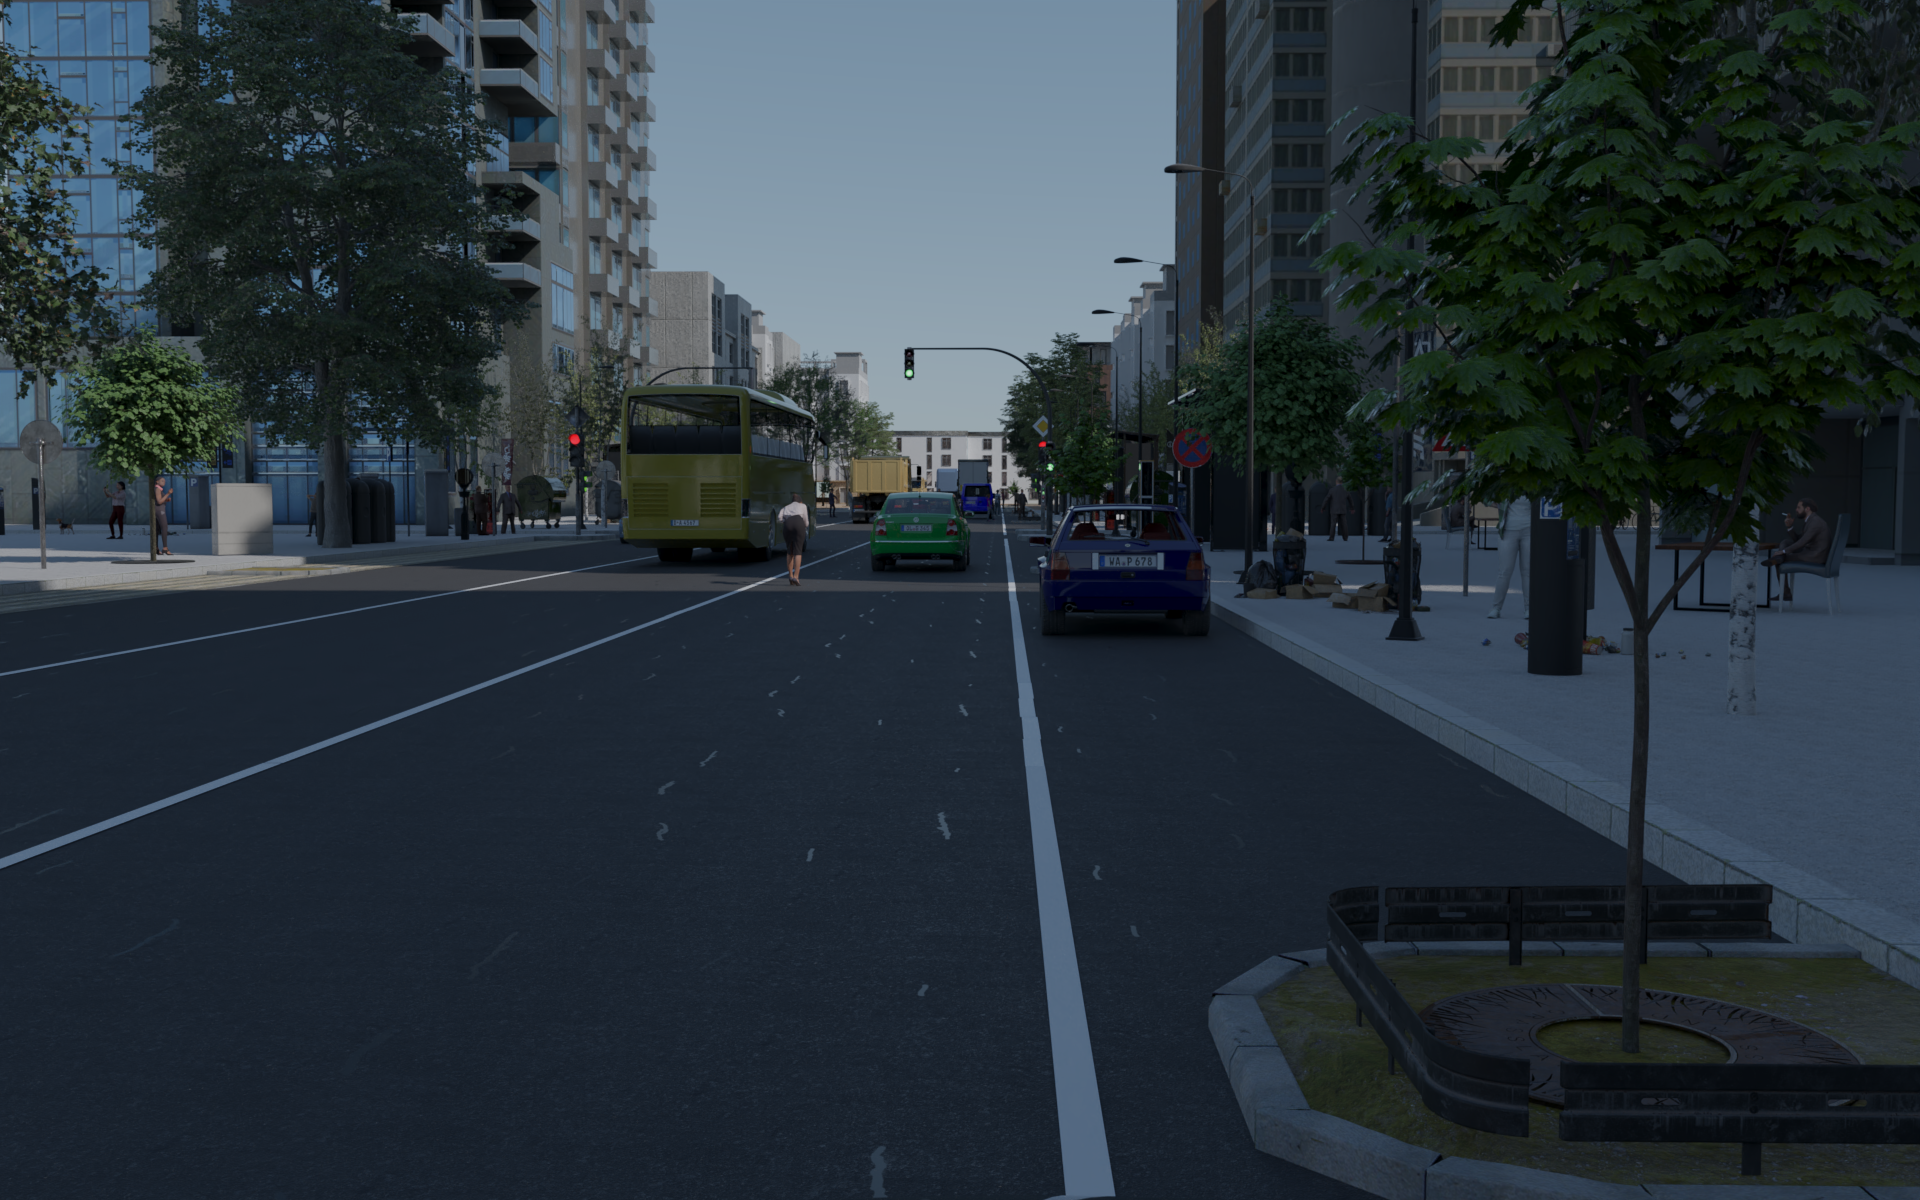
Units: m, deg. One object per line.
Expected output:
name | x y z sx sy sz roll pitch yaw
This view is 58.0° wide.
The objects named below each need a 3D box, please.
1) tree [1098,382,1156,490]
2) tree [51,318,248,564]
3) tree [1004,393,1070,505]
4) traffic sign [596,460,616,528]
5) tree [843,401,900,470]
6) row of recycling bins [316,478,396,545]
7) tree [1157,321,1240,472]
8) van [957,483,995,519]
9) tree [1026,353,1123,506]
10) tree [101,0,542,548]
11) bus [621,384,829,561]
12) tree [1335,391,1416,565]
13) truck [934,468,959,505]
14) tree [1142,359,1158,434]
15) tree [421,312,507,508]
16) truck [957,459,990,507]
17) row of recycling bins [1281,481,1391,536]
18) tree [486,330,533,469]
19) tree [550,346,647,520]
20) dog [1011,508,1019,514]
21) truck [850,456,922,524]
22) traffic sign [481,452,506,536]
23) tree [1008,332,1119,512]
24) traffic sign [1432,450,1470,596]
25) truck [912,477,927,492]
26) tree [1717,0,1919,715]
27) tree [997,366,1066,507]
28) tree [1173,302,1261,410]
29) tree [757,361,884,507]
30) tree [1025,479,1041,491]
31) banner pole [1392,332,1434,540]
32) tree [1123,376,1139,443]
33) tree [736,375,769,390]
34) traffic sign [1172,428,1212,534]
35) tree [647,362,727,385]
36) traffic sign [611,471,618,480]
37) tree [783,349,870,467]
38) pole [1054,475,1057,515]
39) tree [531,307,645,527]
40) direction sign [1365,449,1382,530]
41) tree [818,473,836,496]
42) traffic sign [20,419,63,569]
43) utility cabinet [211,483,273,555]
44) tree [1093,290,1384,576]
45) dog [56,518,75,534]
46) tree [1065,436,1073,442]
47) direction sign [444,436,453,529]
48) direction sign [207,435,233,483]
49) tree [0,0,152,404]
tree | 11.265 -9.936 112.809 4.360 8.622 3.978 0 3 0
tree | -15.176 -2.969 32.258 4.285 4.588 4.351 0 3 0
tree | 7.643 -13.083 148.324 8.767 10.594 7.601 2 4 25
traffic sign | -13.391 -3.998 65.468 0.768 2.556 0.104 0 4 6
tree | -10.865 -17.971 211.945 7.486 12.596 7.792 0 3 0
row of recycling bins | -15.630 -2.319 45.033 1.069 1.692 3.534 0 4 5
tree | 11.053 -7.530 73.474 4.737 8.622 4.395 0 3 0
van | 0.973 -5.928 101.313 2.240 2.365 5.245 0 4 -1
tree | 5.643 -8.538 89.961 4.737 8.622 4.395 0 3 0
tree | -14.778 -8.213 40.936 9.857 13.997 8.962 0 3 0
bus | -5.122 -2.942 39.656 2.896 3.916 12.252 0 4 2
tree | 7.343 -2.273 31.761 1.663 3.219 1.824 0 3 0
truck | -1.512 -11.364 175.562 2.967 4.110 18.799 0 4 2
tree | 11.233 -8.223 84.809 4.737 8.622 4.395 0 3 0
tree | -19.599 -7.184 67.817 4.737 8.622 4.395 0 3 0
truck | 1.094 -9.532 144.759 2.839 4.237 11.283 0 4 0
row of recycling bins | 11.665 -2.842 53.586 3.534 1.692 1.069 1 4 12
tree | -18.963 -7.765 77.320 4.360 8.622 3.978 0 3 0
tree | -18.331 -8.231 84.932 4.737 8.622 4.395 0 3 0
dog | 3.774 -6.025 117.791 0.540 0.507 0.406 -2 4 -33
truck | -3.814 -5.545 86.592 3.469 3.379 9.791 0 4 1
traffic sign | -14.212 -3.220 52.748 0.768 2.556 0.104 0 4 8
tree | 7.230 -12.421 121.205 7.486 12.596 7.792 0 3 0
traffic sign | 6.339 -1.324 21.648 0.884 2.594 0.081 0 4 5
truck | -5.383 -12.548 201.083 3.469 3.379 9.791 0 4 2
tree | 4.705 -3.627 9.660 4.360 8.622 3.978 0 3 0
tree | 8.517 -16.204 171.589 9.857 13.997 8.962 0 3 0
tree | 10.346 -7.061 65.807 4.360 8.622 3.978 0 3 0
tree | -12.603 -12.746 134.149 9.928 11.665 9.643 0 3 0
tree | 9.468 -15.887 210.112 4.360 8.622 3.978 0 3 0
banner pole | 6.142 -2.059 23.688 0.401 3.779 0.863 -3 4 -35
tree | 10.920 -8.560 90.312 4.737 8.622 4.395 0 3 0
tree | -13.002 -9.623 107.694 4.360 8.622 3.978 0 3 0
traffic sign | 4.473 -2.033 33.354 0.768 2.556 0.104 1 4 10
tree | -14.093 -8.889 95.697 4.737 8.622 4.395 0 3 0
traffic sign | -15.309 -4.528 76.158 0.606 2.300 0.079 1 4 11
tree | -12.871 -14.476 147.050 12.009 13.543 11.850 0 3 0
pole | 5.970 -6.980 107.973 0.158 3.312 0.155 0 3 0
tree | -14.232 -7.219 68.393 4.360 8.622 3.978 0 3 0
direction sign | 14.620 -4.261 61.666 0.379 3.537 0.876 -3 5 -45
tree | -11.904 -9.849 155.632 1.663 3.219 1.824 0 3 0
traffic sign | -15.693 -1.803 29.588 0.768 2.556 0.104 0 4 5
utility cabinet | -15.079 -1.694 36.376 0.318 1.500 1.173 3 5 43
tree | 5.200 -2.692 27.731 4.285 4.588 4.351 0 3 0
dog | -28.443 -2.340 55.084 0.540 0.507 0.406 -2 4 -27
tree | 6.198 -5.913 80.386 4.285 4.588 4.351 0 3 0
direction sign | -18.869 -4.387 63.730 0.379 3.537 0.876 -2 4 -29
direction sign | -22.324 -3.686 52.270 0.876 3.537 0.379 1 4 12
tree | -15.445 -6.396 21.587 9.611 12.733 9.660 0 3 0
